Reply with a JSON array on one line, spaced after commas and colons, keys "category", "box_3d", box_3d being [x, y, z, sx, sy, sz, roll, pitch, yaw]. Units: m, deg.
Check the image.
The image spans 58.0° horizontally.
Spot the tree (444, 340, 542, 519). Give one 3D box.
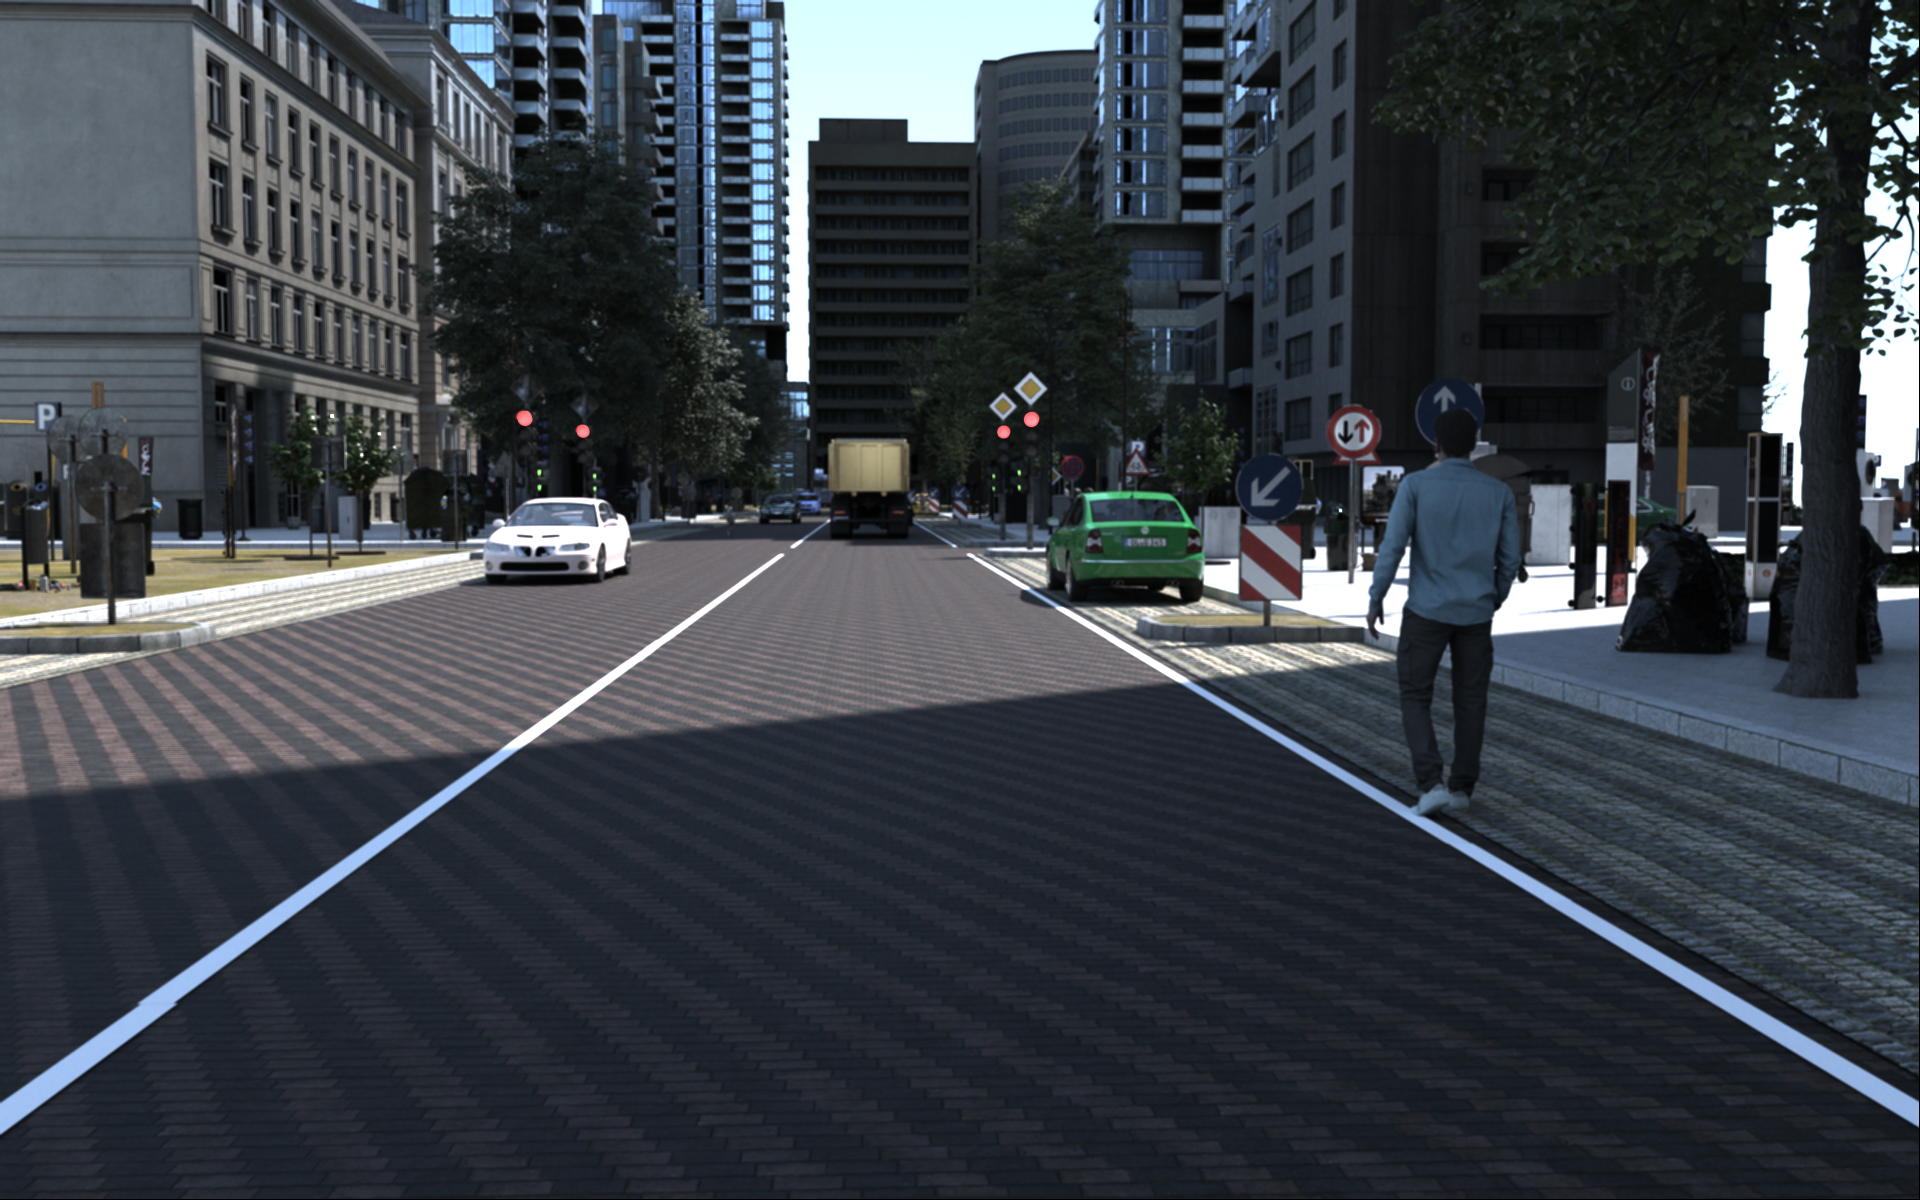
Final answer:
[{"category": "tree", "box_3d": [-21.146, -7.906, 79.633, 4.737, 8.622, 4.395, 0, 3, 0]}]

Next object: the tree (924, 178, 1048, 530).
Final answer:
[{"category": "tree", "box_3d": [3.400, -8.824, 62.399, 7.486, 12.596, 7.792, 0, 3, 0]}]

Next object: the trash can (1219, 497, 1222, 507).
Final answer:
[{"category": "trash can", "box_3d": [11.983, -4.146, 79.438, 0.748, 1.137, 0.748, 0, 3, 0]}]

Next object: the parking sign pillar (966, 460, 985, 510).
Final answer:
[{"category": "parking sign pillar", "box_3d": [1.104, -8.019, 119.577, 1.447, 3.967, 1.447, 1, 4, 21]}]

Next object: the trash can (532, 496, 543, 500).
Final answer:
[{"category": "trash can", "box_3d": [-28.285, -6.366, 115.735, 0.748, 1.137, 0.748, 0, 3, 0]}]

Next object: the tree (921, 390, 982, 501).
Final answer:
[{"category": "tree", "box_3d": [-0.263, -10.104, 115.560, 4.737, 8.622, 4.395, 0, 3, 0]}]

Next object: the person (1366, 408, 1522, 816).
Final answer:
[{"category": "person", "box_3d": [2.191, 0.044, 7.795, 0.660, 1.820, 0.620, 0, 4, -3]}]

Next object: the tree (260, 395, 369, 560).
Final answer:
[{"category": "tree", "box_3d": [-12.876, -2.405, 33.927, 1.663, 3.219, 1.824, 0, 3, 0]}]

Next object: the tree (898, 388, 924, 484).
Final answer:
[{"category": "tree", "box_3d": [-1.920, -14.949, 162.550, 7.486, 12.596, 7.792, 0, 3, 0]}]

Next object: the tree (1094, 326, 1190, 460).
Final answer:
[{"category": "tree", "box_3d": [7.734, -7.600, 74.615, 4.737, 8.622, 4.395, 0, 3, 0]}]

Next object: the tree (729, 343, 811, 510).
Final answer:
[{"category": "tree", "box_3d": [-17.580, -13.953, 138.507, 12.009, 13.543, 11.850, 0, 3, 0]}]

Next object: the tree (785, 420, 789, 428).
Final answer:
[{"category": "tree", "box_3d": [-16.940, -13.158, 121.781, 9.857, 13.997, 8.962, 0, 3, 0]}]

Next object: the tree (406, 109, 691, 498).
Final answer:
[{"category": "tree", "box_3d": [-13.901, -9.317, 58.996, 9.857, 13.997, 8.962, 0, 3, 0]}]

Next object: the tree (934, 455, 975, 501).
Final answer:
[{"category": "tree", "box_3d": [-0.251, -8.857, 128.528, 4.285, 4.588, 4.351, 0, 3, 0]}]

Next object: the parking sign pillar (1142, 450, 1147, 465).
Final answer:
[{"category": "parking sign pillar", "box_3d": [10.589, -6.532, 95.275, 1.447, 3.967, 1.447, 1, 4, 21]}]

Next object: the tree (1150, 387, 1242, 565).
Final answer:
[{"category": "tree", "box_3d": [4.305, -2.266, 31.655, 1.663, 3.219, 1.824, 0, 3, 0]}]

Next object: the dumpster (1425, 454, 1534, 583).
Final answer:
[{"category": "dumpster", "box_3d": [7.660, -1.224, 25.774, 1.264, 1.857, 1.865, 0, 4, -3]}]

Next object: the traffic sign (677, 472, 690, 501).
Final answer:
[{"category": "traffic sign", "box_3d": [-15.534, -5.946, 97.327, 0.768, 2.556, 0.104, 0, 4, 6]}]

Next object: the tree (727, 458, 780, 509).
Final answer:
[{"category": "tree", "box_3d": [-18.759, -10.148, 149.627, 4.285, 4.588, 4.351, 0, 3, 0]}]

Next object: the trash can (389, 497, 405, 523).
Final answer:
[{"category": "trash can", "box_3d": [-25.224, -4.041, 77.722, 0.748, 1.137, 0.748, 0, 3, 0]}]

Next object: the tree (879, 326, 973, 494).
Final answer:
[{"category": "tree", "box_3d": [-2.961, -20.640, 193.356, 12.611, 20.169, 13.585, 0, 3, 0]}]

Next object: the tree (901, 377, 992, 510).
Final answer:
[{"category": "tree", "box_3d": [-0.827, -12.497, 138.734, 7.601, 10.594, 8.767, 1, 4, 19]}]

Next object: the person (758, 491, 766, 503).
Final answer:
[{"category": "person", "box_3d": [-22.945, -11.839, 202.154, 1.350, 1.814, 0.705, 1, 4, 11]}]

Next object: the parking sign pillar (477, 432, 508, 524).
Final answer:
[{"category": "parking sign pillar", "box_3d": [-20.347, -5.308, 75.256, 1.447, 3.967, 1.447, 2, 4, 25]}]

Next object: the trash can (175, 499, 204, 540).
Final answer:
[{"category": "trash can", "box_3d": [-21.709, -2.275, 48.850, 0.748, 1.137, 0.748, 0, 3, 0]}]

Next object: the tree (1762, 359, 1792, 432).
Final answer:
[{"category": "tree", "box_3d": [29.968, -7.197, 68.030, 4.737, 8.622, 4.395, 0, 3, 0]}]

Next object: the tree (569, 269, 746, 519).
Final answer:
[{"category": "tree", "box_3d": [-15.778, -10.501, 88.703, 9.611, 12.733, 9.660, 0, 3, 0]}]

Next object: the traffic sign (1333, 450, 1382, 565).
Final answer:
[{"category": "traffic sign", "box_3d": [7.164, -1.913, 31.285, 0.884, 2.594, 0.081, 0, 4, 1]}]

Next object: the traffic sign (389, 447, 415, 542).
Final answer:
[{"category": "traffic sign", "box_3d": [-15.094, -2.852, 46.736, 0.768, 2.556, 0.104, 0, 4, 3]}]

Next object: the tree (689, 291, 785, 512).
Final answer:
[{"category": "tree", "box_3d": [-16.487, -12.156, 105.413, 9.857, 13.997, 8.962, 0, 3, 0]}]

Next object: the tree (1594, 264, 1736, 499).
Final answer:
[{"category": "tree", "box_3d": [22.103, -6.407, 55.123, 4.360, 8.622, 3.978, 0, 3, 0]}]

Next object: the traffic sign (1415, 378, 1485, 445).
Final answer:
[{"category": "traffic sign", "box_3d": [5.385, -1.164, 19.135, 0.768, 2.556, 0.104, 0, 4, -3]}]

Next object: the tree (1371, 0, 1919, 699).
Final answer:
[{"category": "tree", "box_3d": [5.817, -5.678, 10.969, 7.486, 12.596, 7.792, 0, 3, 0]}]

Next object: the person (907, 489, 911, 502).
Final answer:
[{"category": "person", "box_3d": [-3.525, -6.946, 122.412, 0.624, 1.780, 0.694, 0, 4, 1]}]

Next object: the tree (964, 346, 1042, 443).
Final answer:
[{"category": "tree", "box_3d": [2.382, -8.202, 84.466, 4.360, 8.622, 3.978, 0, 3, 0]}]

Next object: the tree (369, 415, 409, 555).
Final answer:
[{"category": "tree", "box_3d": [-12.885, -2.585, 36.870, 1.663, 3.219, 1.824, 0, 3, 0]}]

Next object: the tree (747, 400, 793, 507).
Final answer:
[{"category": "tree", "box_3d": [-19.923, -14.737, 166.707, 9.928, 11.665, 9.643, 0, 3, 0]}]

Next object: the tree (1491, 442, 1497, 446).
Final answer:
[{"category": "tree", "box_3d": [16.567, -3.744, 55.813, 1.663, 3.219, 1.824, 0, 3, 0]}]

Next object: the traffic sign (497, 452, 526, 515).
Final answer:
[{"category": "traffic sign", "box_3d": [-13.813, -3.261, 53.316, 0.884, 2.594, 0.081, 0, 4, -2]}]

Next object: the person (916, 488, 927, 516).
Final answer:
[{"category": "person", "box_3d": [-2.281, -5.823, 103.802, 0.778, 1.811, 0.616, 0, 4, 7]}]

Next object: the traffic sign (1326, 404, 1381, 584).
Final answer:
[{"category": "traffic sign", "box_3d": [5.602, -1.506, 24.726, 0.768, 2.556, 0.104, 0, 4, 4]}]

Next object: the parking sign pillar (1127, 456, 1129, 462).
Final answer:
[{"category": "parking sign pillar", "box_3d": [11.400, -7.671, 113.891, 1.447, 3.967, 1.447, 0, 4, 3]}]

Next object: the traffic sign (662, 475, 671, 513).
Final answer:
[{"category": "traffic sign", "box_3d": [-19.225, -7.001, 114.465, 0.884, 2.594, 0.081, 0, 4, -2]}]

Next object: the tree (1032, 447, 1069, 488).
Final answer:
[{"category": "tree", "box_3d": [6.293, -8.302, 119.455, 4.285, 4.588, 4.351, 0, 3, 0]}]

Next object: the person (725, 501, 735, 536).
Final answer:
[{"category": "person", "box_3d": [-7.839, -2.765, 58.728, 0.382, 1.210, 0.505, -2, 4, -33]}]

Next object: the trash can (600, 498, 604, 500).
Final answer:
[{"category": "trash can", "box_3d": [-13.166, -3.095, 62.261, 0.748, 1.137, 0.748, 0, 3, 0]}]

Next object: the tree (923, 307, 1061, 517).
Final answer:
[{"category": "tree", "box_3d": [1.811, -10.365, 95.224, 9.928, 11.665, 9.643, 0, 3, 0]}]

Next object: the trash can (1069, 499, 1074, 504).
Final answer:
[{"category": "trash can", "box_3d": [3.602, -2.431, 51.402, 0.748, 1.137, 0.748, 0, 3, 0]}]
